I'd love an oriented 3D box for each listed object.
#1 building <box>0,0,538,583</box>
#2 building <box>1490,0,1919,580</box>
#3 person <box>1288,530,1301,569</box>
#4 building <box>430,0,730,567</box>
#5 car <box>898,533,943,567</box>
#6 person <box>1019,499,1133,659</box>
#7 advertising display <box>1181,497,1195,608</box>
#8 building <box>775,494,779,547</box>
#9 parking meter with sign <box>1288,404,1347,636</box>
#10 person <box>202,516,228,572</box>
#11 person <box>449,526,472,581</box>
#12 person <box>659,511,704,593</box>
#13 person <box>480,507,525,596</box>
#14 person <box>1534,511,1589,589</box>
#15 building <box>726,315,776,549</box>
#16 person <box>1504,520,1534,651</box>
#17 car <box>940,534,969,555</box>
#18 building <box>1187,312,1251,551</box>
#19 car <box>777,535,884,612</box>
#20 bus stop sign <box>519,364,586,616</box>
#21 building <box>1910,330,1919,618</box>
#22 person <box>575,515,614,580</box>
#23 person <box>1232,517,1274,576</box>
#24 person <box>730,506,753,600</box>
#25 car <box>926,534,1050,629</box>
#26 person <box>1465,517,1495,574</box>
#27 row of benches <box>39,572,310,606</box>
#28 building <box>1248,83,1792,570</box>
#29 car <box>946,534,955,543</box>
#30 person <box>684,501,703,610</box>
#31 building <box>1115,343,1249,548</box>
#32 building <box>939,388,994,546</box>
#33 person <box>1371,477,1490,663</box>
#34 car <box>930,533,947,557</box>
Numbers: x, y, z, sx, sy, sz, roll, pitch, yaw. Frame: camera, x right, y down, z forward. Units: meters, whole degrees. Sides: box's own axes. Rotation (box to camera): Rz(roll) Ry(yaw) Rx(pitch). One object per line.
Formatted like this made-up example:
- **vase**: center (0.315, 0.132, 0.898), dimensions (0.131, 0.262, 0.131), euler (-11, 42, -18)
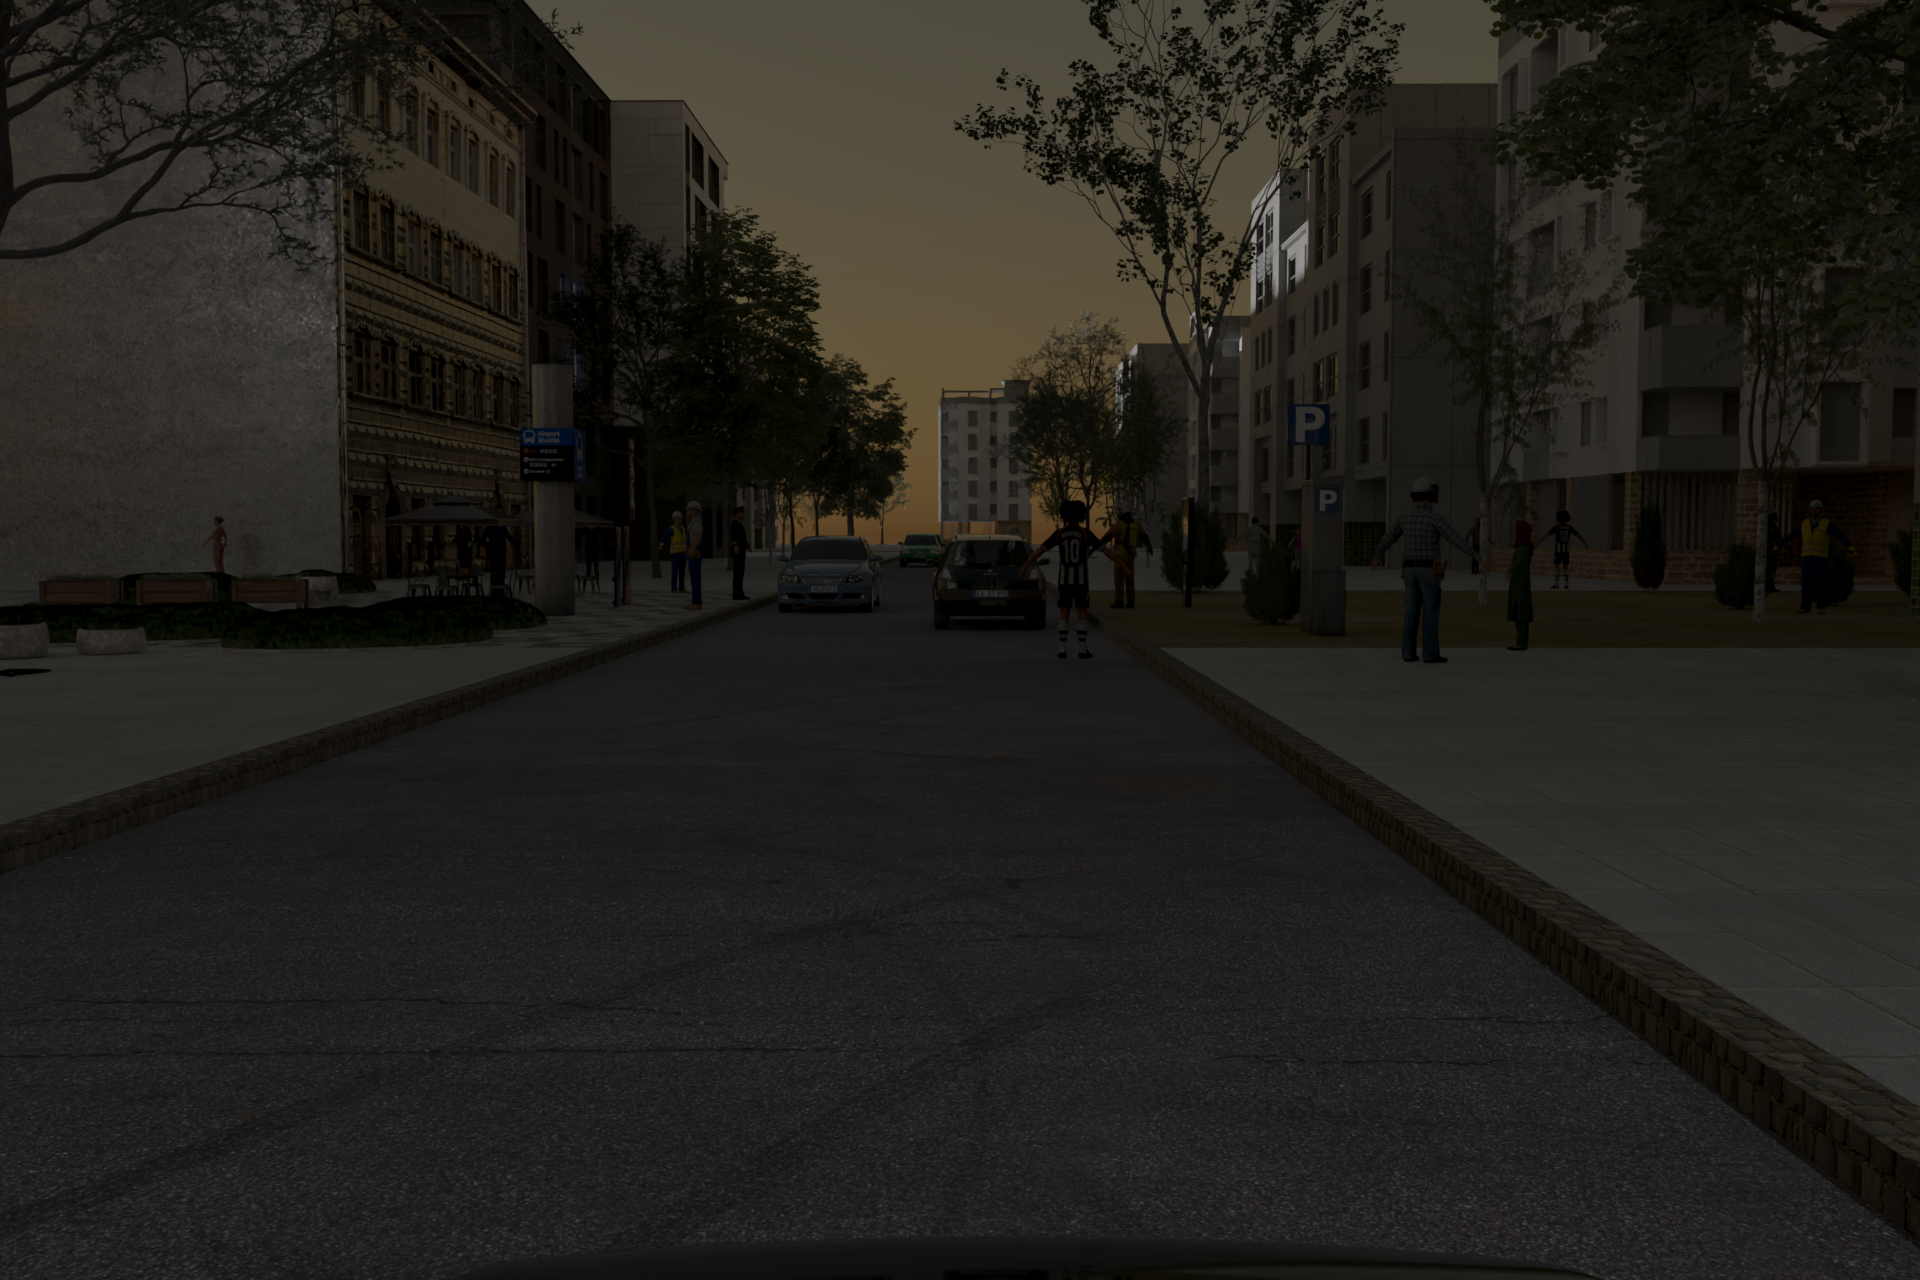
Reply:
- **building**: center (-25.066, -13.618, 53.583), dimensions (19.493, 23.208, 18.063), euler (0, 4, 1)
- **building**: center (22.895, -12.207, 56.000), dimensions (16.016, 20.090, 11.380), euler (0, 4, 1)
- **person**: center (11.550, -3.036, 58.897), dimensions (0.991, 1.433, 0.599), euler (-2, 4, -25)
- **building**: center (-26.970, -14.436, 80.002), dimensions (27.936, 21.610, 32.646), euler (0, 4, 1)
- **car**: center (-1.722, -4.126, 76.257), dimensions (1.959, 1.807, 4.718), euler (0, 4, 0)
- **person**: center (1.318, -0.697, 20.004), dimensions (1.345, 1.843, 0.704), euler (1, 4, 14)
- **advertising display**: center (4.013, -1.548, 30.523), dimensions (0.123, 1.923, 0.974), euler (0, 4, 1)
- **building**: center (-23.230, -14.537, 179.829), dimensions (9.099, 9.664, 28.070), euler (0, 4, 0)
- **parking meter with sign**: center (4.679, -1.604, 22.480), dimensions (0.543, 3.016, 1.738), euler (0, 3, 0)
- **person**: center (-18.940, -2.279, 44.069), dimensions (0.721, 1.733, 1.217), euler (0, 4, 2)
- **person**: center (-13.639, -2.528, 47.475), dimensions (0.704, 1.812, 1.346), euler (-3, 5, -39)
- **person**: center (-6.046, -1.898, 37.490), dimensions (0.721, 1.772, 1.216), euler (3, 5, 40)
- **person**: center (-8.844, -1.653, 33.252), dimensions (0.704, 1.802, 1.346), euler (1, 4, 21)
- **person**: center (14.124, -2.112, 40.667), dimensions (1.345, 1.843, 0.704), euler (0, 4, 0)
- **building**: center (-25.749, -16.982, 144.112), dimensions (16.747, 18.905, 31.486), euler (0, 4, 1)
- **person**: center (6.149, -0.609, 19.172), dimensions (0.599, 1.438, 0.989), euler (2, 4, 26)
- **car**: center (0.332, -3.134, 63.042), dimensions (2.131, 1.459, 4.920), euler (0, 4, 0)
- **building**: center (24.551, -17.767, 146.903), dimensions (16.016, 20.090, 11.380), euler (0, 4, 1)
- **car**: center (-2.448, -1.295, 33.175), dimensions (2.014, 1.417, 4.499), euler (0, 4, 0)
- **bus stop sign**: center (-6.373, -2.334, 27.169), dimensions (0.837, 3.901, 0.837), euler (0, 4, 1)
- **building**: center (23.067, -8.808, 10.475), dimensions (16.747, 18.905, 31.486), euler (0, 3, 0)
- **person**: center (-10.177, -2.550, 47.882), dimensions (1.347, 1.806, 0.705), euler (0, 4, -1)
- **person**: center (9.073, -2.890, 53.446), dimensions (1.347, 1.806, 0.705), euler (0, 4, -8)
- **person**: center (-4.302, -1.710, 33.893), dimensions (0.705, 1.837, 1.347), euler (0, 4, 5)
- **car**: center (0.449, -1.077, 27.400), dimensions (2.009, 1.686, 4.222), euler (0, 3, 0)
- **person**: center (16.573, -3.014, 55.413), dimensions (1.348, 1.813, 0.705), euler (-2, 4, -33)
- **row of benches**: center (-12.658, -0.755, 27.800), dimensions (4.104, 0.672, 1.422), euler (-1, 4, -9)
- **building**: center (23.721, -12.861, 76.727), dimensions (16.747, 18.905, 31.486), euler (0, 4, 1)
- **car**: center (0.019, -6.909, 122.749), dimensions (2.009, 1.686, 4.222), euler (0, 3, 0)
- **person**: center (-4.541, -1.444, 29.470), dimensions (0.705, 1.847, 1.347), euler (-1, 4, -13)
- **building**: center (24.842, -18.511, 169.109), dimensions (16.747, 18.905, 31.486), euler (0, 4, 1)
- **building**: center (-2.391, -21.910, 217.104), dimensions (11.380, 20.090, 16.016), euler (0, 4, 6)
- **person**: center (4.650, -0.703, 17.331), dimensions (0.704, 1.849, 1.345), euler (-3, 5, -42)
- **car**: center (-1.638, -4.953, 89.779), dimensions (1.959, 1.807, 4.718), euler (0, 4, 0)
